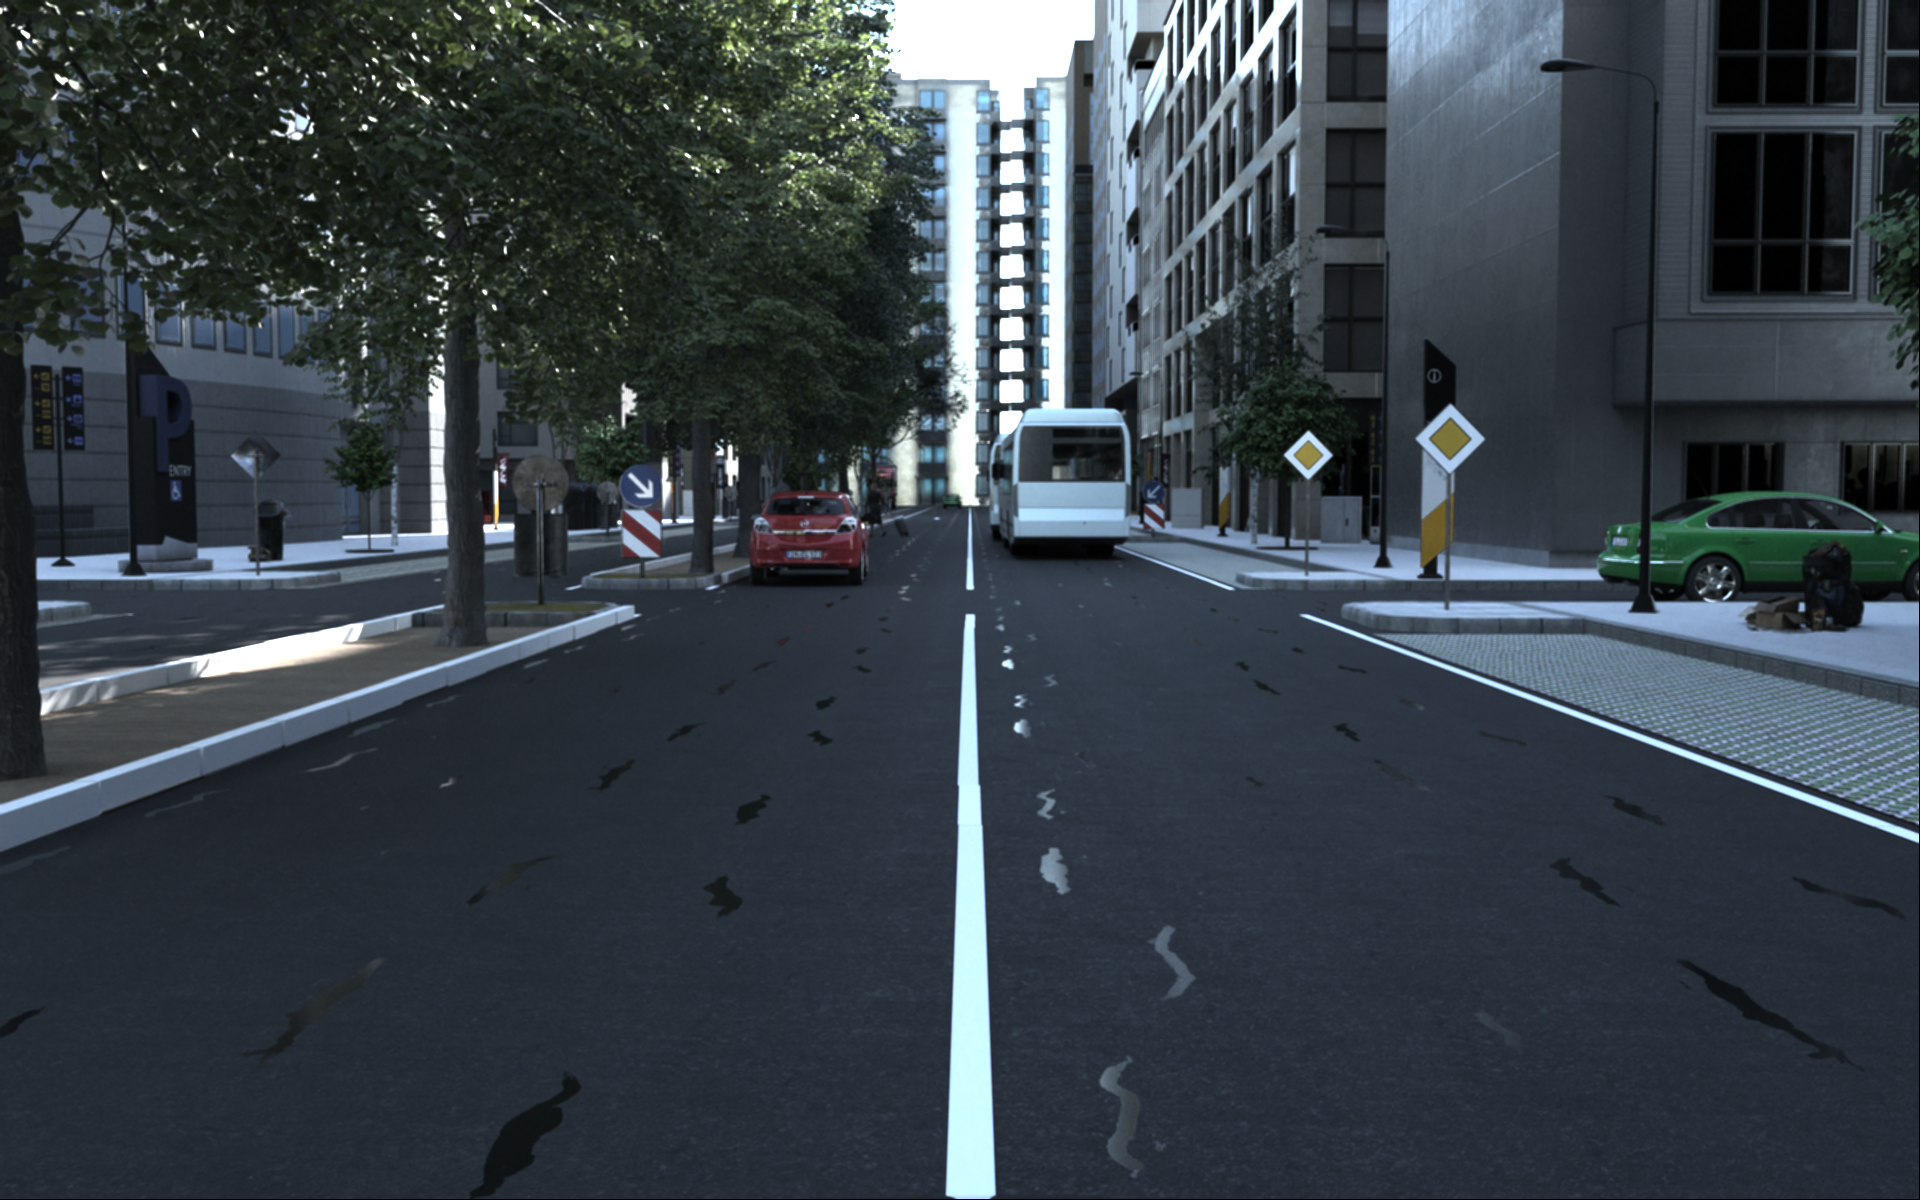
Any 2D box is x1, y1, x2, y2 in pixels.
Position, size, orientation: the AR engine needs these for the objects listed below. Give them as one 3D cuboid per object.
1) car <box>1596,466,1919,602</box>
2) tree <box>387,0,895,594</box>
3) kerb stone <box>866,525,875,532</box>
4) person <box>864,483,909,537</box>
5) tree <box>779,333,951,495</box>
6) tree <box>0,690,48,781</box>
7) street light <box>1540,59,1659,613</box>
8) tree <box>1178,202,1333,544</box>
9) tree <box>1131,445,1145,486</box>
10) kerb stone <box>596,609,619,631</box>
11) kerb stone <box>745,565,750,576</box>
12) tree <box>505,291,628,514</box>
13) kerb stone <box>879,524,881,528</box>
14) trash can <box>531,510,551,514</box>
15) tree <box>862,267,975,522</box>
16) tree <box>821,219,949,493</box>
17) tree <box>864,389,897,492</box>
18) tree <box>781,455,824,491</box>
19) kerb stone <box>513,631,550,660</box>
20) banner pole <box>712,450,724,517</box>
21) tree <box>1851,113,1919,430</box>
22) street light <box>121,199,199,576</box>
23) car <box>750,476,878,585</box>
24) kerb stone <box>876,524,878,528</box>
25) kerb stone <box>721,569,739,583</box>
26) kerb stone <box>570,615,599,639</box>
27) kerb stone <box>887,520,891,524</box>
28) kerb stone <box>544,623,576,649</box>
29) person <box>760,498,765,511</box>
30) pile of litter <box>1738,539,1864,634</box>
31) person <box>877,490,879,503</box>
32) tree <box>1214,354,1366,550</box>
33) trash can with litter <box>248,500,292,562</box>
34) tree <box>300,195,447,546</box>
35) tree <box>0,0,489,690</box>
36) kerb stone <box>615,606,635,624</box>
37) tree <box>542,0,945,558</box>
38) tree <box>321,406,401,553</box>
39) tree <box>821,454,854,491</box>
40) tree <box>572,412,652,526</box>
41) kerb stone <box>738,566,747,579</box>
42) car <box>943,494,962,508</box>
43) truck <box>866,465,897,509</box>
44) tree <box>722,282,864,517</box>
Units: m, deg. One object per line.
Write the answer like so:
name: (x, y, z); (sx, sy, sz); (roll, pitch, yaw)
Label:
car: (10.784, -0.834, 22.436); (4.718, 1.807, 1.959); (0, 4, 1)
tree: (-4.460, -6.650, 29.307); (7.486, 12.596, 7.792); (0, 3, 0)
kerb stone: (-3.548, -2.819, 68.288); (0.120, 0.150, 1.000); (0, 4, 0)
person: (-2.531, -3.040, 58.419); (1.509, 1.804, 0.699); (2, 4, 25)
tree: (-4.524, -8.165, 70.362); (8.767, 10.594, 7.601); (0, 4, 0)
tree: (-4.956, -5.395, 8.791); (7.486, 12.596, 7.792); (0, 3, 0)
street light: (6.895, -2.821, 18.660); (1.470, 5.913, 1.316); (0, 4, 0)
tree: (7.578, -5.758, 44.498); (4.360, 8.622, 3.978); (0, 3, 0)
tree: (8.033, -6.581, 91.314); (4.285, 4.588, 4.351); (0, 3, 0)
kerb stone: (-3.839, 0.233, 18.510); (0.120, 0.150, 1.000); (0, 4, 0)
kerb stone: (-3.768, -0.498, 30.332); (0.120, 0.150, 1.000); (0, 4, 0)
tree: (-13.450, -6.617, 58.555); (4.737, 8.622, 4.395); (0, 3, 0)
kerb stone: (-3.517, -3.132, 73.413); (0.120, 0.150, 1.000); (0, 4, 0)
trash can: (-13.266, -2.642, 54.855); (0.748, 1.137, 0.748); (0, 3, 0)
tree: (-4.306, -10.639, 86.774); (12.009, 13.543, 11.850); (0, 3, 0)
tree: (-4.154, -8.151, 61.480); (9.928, 11.665, 9.643); (0, 3, 0)
tree: (-4.488, -7.635, 77.651); (4.737, 8.622, 4.395); (0, 3, 0)
tree: (-13.297, -10.140, 149.501); (4.285, 4.588, 4.351); (0, 3, 0)
kerb stone: (-3.854, 0.414, 15.433); (0.120, 0.150, 1.000); (0, 4, 0)
banner pole: (-13.867, -6.667, 99.021); (0.863, 3.779, 0.401); (0, 4, -8)
tree: (7.716, -1.702, 11.540); (4.285, 4.588, 4.351); (0, 3, 0)
street light: (-12.452, -3.334, 27.053); (1.470, 5.913, 1.316); (0, 4, 0)
car: (-2.454, -1.208, 28.790); (2.155, 1.783, 4.494); (0, 4, -2)
kerb stone: (-3.537, -2.945, 70.339); (0.120, 0.150, 1.000); (0, 4, 0)
kerb stone: (-3.778, -0.372, 28.285); (0.120, 0.150, 1.000); (0, 4, 0)
kerb stone: (-3.836, 0.290, 17.487); (0.120, 0.150, 1.000); (0, 4, 0)
kerb stone: (-3.475, -3.635, 81.630); (0.120, 0.150, 1.000); (0, 4, 0)
kerb stone: (-3.850, 0.351, 16.463); (0.120, 0.150, 1.000); (0, 4, 0)
person: (-8.657, -3.854, 76.182); (0.373, 1.253, 0.362); (0, 4, -8)
pile of litter: (8.075, -0.167, 16.696); (1.719, 0.858, 1.176); (-3, 4, -36)
person: (-6.601, -7.796, 136.700); (1.217, 1.736, 0.721); (2, 4, 34)
tree: (7.695, -3.459, 40.275); (4.285, 4.588, 4.351); (0, 3, 0)
trash can with litter: (-13.248, -1.334, 33.190); (0.624, 1.170, 1.055); (0, 4, -5)
tree: (-14.117, -5.657, 42.862); (4.737, 8.622, 4.395); (0, 3, 0)
tree: (-4.771, -5.858, 16.362); (7.486, 12.596, 7.792); (0, 3, 0)
kerb stone: (-3.827, 0.170, 19.533); (0.120, 0.150, 1.000); (0, 4, 0)
tree: (-4.782, -7.931, 38.790); (9.857, 13.997, 8.962); (0, 3, 0)
tree: (-13.158, -2.660, 38.098); (1.663, 3.219, 1.824); (0, 3, 0)
tree: (-12.480, -14.057, 180.195); (4.360, 8.622, 3.978); (0, 3, 0)
tree: (-14.006, -5.246, 69.482); (4.285, 4.588, 4.351); (0, 3, 0)
kerb stone: (-3.774, -0.435, 29.308); (0.120, 0.150, 1.000); (0, 4, 0)
car: (-0.739, -10.082, 173.638); (1.959, 1.807, 4.718); (0, 4, 2)
truck: (-7.470, -10.955, 168.024); (2.839, 4.237, 11.283); (0, 4, -1)
tree: (-4.996, -5.728, 46.471); (4.737, 8.622, 4.395); (0, 3, 0)
